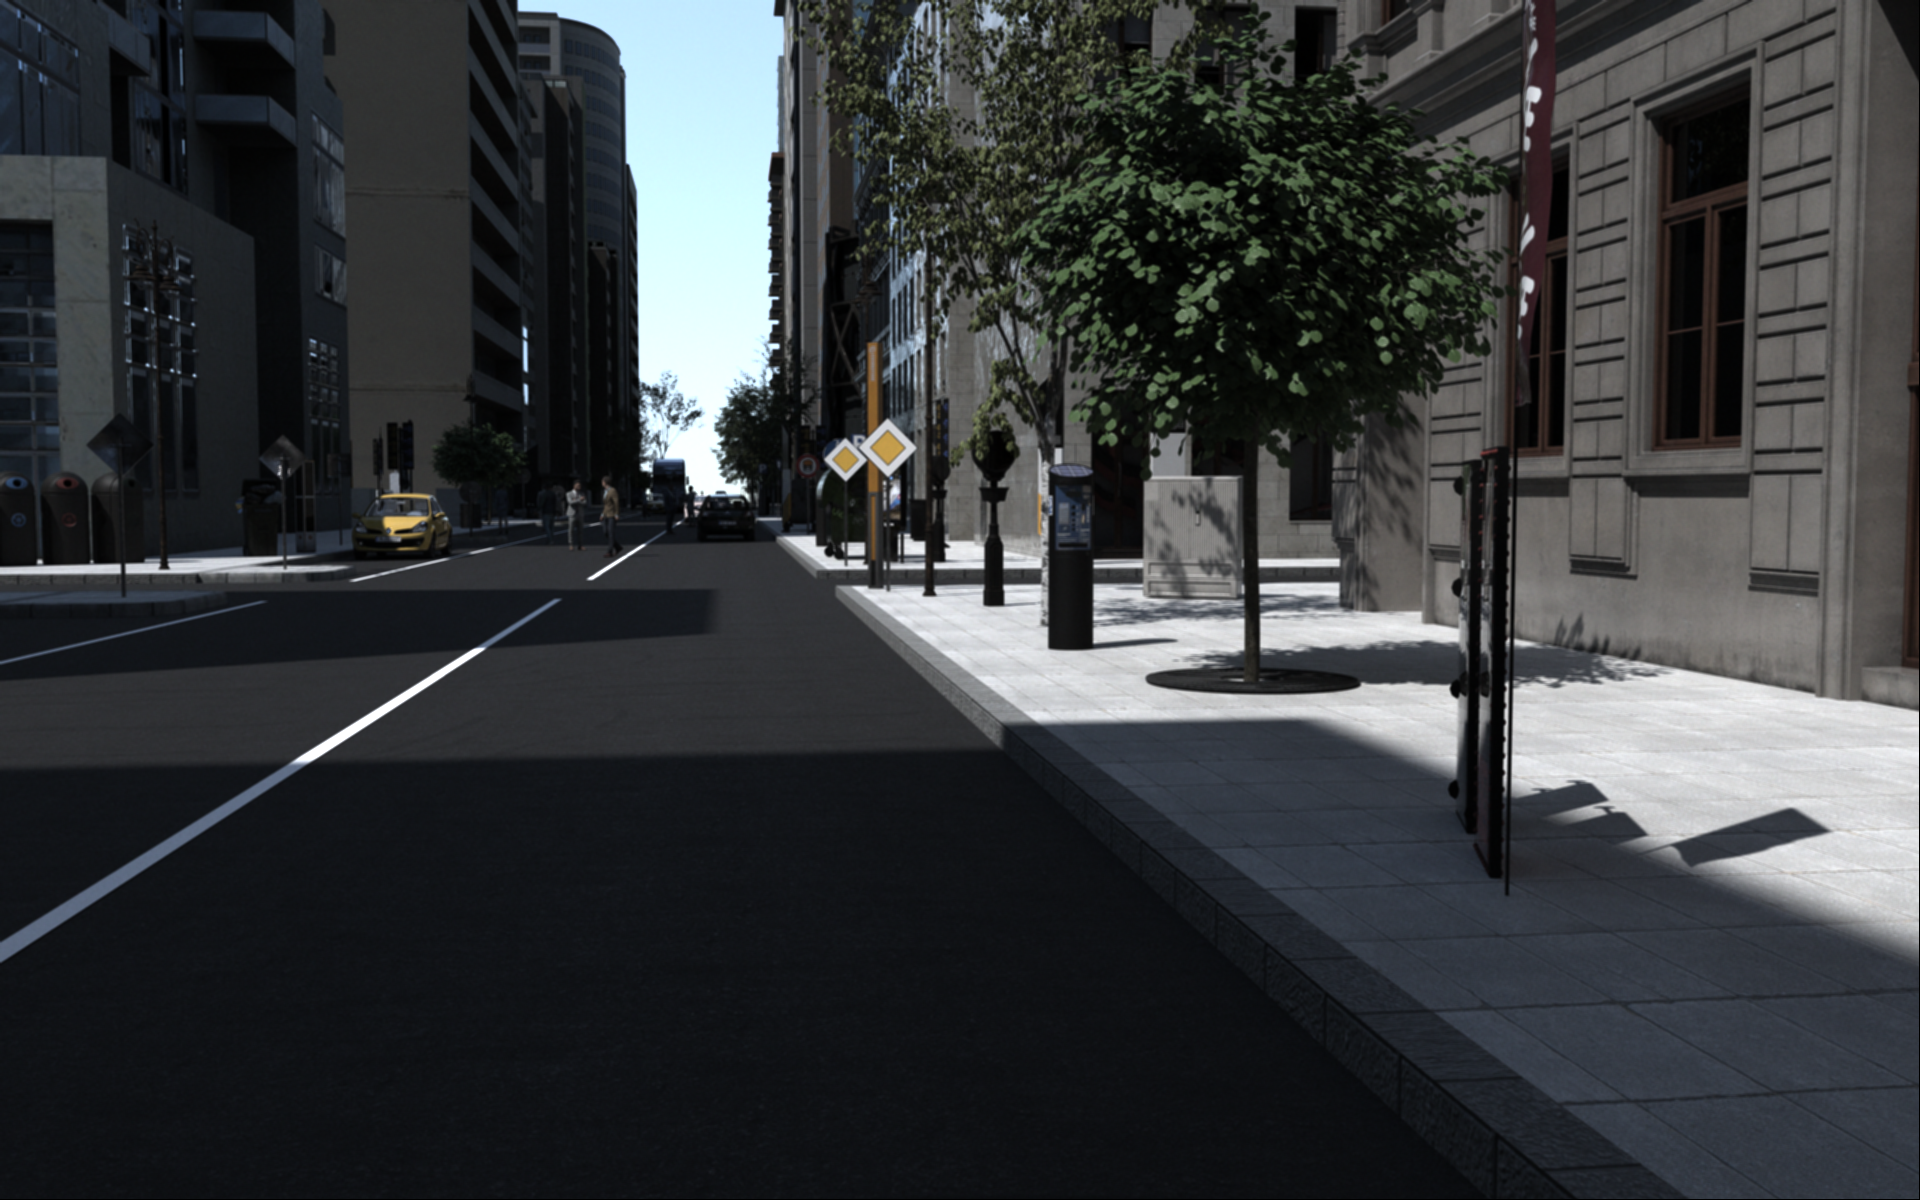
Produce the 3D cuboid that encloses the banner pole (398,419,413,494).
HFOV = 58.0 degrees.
[{"bbox_3d":[-18.627,-4.177,58.303,0.863,3.779,0.401,2,4,35],"label":"banner pole"}]

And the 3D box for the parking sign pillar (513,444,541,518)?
[{"bbox_3d":[-23.366,-6.412,93.305,1.447,3.967,1.447,0,4,-5],"label":"parking sign pillar"}]

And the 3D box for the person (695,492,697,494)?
[{"bbox_3d":[-36.306,-13.974,237.759,1.217,1.735,0.721,-2,4,-35],"label":"person"}]

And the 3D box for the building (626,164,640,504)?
[{"bbox_3d":[-55.865,-37.692,239.971,21.300,48.544,21.600,0,4,-8],"label":"building"}]

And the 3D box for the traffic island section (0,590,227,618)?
[{"bbox_3d":[-10.431,0.044,21.564,2.009,0.180,2.903,0,4,-8],"label":"traffic island section"}]

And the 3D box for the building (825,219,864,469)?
[{"bbox_3d":[0.750,-14.131,98.498,16.820,18.784,16.811,0,4,-8],"label":"building"}]

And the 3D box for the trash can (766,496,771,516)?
[{"bbox_3d":[-11.621,-5.594,103.122,0.748,1.137,0.748,0,3,0],"label":"trash can"}]

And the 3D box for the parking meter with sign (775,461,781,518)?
[{"bbox_3d":[-8.774,-5.788,90.892,1.738,3.016,0.543,1,4,17],"label":"parking meter with sign"}]

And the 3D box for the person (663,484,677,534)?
[{"bbox_3d":[-10.481,-3.295,62.555,0.419,1.800,0.721,1,4,21],"label":"person"}]

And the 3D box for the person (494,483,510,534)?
[{"bbox_3d":[-16.358,-3.263,61.875,0.581,1.822,0.654,-2,4,-24],"label":"person"}]

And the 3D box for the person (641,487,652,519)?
[{"bbox_3d":[-17.807,-5.480,98.121,0.620,1.820,0.660,-1,4,-22],"label":"person"}]

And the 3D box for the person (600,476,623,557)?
[{"bbox_3d":[-8.012,-1.913,39.681,0.656,1.842,0.836,1,4,20],"label":"person"}]

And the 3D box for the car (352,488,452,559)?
[{"bbox_3d":[-12.630,-1.778,39.298,2.015,1.641,3.980,-1,4,-8],"label":"car"}]

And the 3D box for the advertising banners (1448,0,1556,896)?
[{"bbox_3d":[1.839,-0.597,5.950,0.090,3.025,2.074,1,4,11],"label":"advertising banners"}]

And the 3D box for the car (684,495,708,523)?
[{"bbox_3d":[-12.865,-4.571,87.092,2.083,1.381,4.827,0,4,-6],"label":"car"}]

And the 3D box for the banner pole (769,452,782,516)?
[{"bbox_3d":[-10.800,-6.820,101.519,0.863,3.779,0.401,-1,4,-12],"label":"banner pole"}]

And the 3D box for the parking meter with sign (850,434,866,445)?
[{"bbox_3d":[-2.674,-3.265,49.638,0.543,3.016,1.738,-1,4,-18],"label":"parking meter with sign"}]

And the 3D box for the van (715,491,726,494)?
[{"bbox_3d":[-31.127,-13.375,225.690,2.013,2.044,4.112,0,4,-6],"label":"van"}]

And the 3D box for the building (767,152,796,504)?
[{"bbox_3d":[-13.085,-34.566,219.784,22.147,44.769,28.867,0,4,-8],"label":"building"}]

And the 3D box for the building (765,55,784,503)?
[{"bbox_3d":[-17.114,-57.214,248.116,22.319,86.520,31.000,0,4,-8],"label":"building"}]

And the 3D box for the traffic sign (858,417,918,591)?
[{"bbox_3d":[-0.948,-1.170,22.766,0.795,2.450,0.064,0,4,-8],"label":"traffic sign"}]

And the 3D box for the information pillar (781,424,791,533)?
[{"bbox_3d":[-5.779,-4.056,57.668,0.183,3.616,0.504,-2,4,-31],"label":"information pillar"}]

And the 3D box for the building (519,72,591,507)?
[{"bbox_3d":[-42.763,-29.360,163.624,14.154,41.232,14.086,0,4,-8],"label":"building"}]

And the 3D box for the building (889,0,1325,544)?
[{"bbox_3d":[3.714,-12.292,55.718,10.420,20.320,16.860,0,4,-8],"label":"building"}]

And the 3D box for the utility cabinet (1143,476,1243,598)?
[{"bbox_3d":[2.855,-0.769,21.258,1.173,1.500,0.318,1,4,22],"label":"utility cabinet"}]

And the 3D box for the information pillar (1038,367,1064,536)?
[{"bbox_3d":[1.656,-2.439,31.240,0.504,3.616,0.183,2,4,28],"label":"information pillar"}]

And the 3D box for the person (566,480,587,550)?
[{"bbox_3d":[-9.769,-2.174,44.219,0.466,1.800,0.511,3,5,42],"label":"person"}]

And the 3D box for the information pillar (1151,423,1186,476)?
[{"bbox_3d":[2.833,-1.964,23.474,0.504,3.616,0.183,-1,4,-13],"label":"information pillar"}]

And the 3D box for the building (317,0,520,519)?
[{"bbox_3d":[-34.547,-28.398,88.011,21.300,48.544,21.600,0,4,-8],"label":"building"}]

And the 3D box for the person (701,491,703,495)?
[{"bbox_3d":[-31.745,-12.506,212.974,0.705,1.824,1.348,-1,4,-9],"label":"person"}]

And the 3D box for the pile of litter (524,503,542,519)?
[{"bbox_3d":[-21.852,-4.595,89.100,1.176,0.858,1.719,0,4,-6],"label":"pile of litter"}]

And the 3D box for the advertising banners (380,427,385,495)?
[{"bbox_3d":[-15.341,-3.045,45.972,0.090,3.025,2.074,-1,4,-17],"label":"advertising banners"}]

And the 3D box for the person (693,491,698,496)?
[{"bbox_3d":[-31.495,-12.026,205.112,1.348,1.826,0.705,1,4,22],"label":"person"}]

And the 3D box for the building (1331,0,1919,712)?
[{"bbox_3d":[10.534,-10.636,10.056,11.583,22.565,21.152,0,4,-8],"label":"building"}]

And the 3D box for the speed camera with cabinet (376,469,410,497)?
[{"bbox_3d":[-24.360,-4.867,73.917,0.660,3.252,2.038,1,4,22],"label":"speed camera with cabinet"}]

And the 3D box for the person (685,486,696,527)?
[{"bbox_3d":[-11.865,-4.117,75.990,0.511,1.800,0.466,2,4,31],"label":"person"}]

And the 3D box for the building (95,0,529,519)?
[{"bbox_3d":[-40.360,-49.077,115.088,22.319,86.520,31.000,0,4,-8],"label":"building"}]

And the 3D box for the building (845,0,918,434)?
[{"bbox_3d":[1.231,-15.007,74.238,11.050,23.489,19.941,0,4,-8],"label":"building"}]

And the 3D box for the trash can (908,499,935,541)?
[{"bbox_3d":[-1.054,-2.182,47.328,0.748,1.137,0.748,0,3,0],"label":"trash can"}]

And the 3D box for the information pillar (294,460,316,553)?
[{"bbox_3d":[-14.344,-2.045,37.934,0.304,2.012,0.304,2,4,31],"label":"information pillar"}]

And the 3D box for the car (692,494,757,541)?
[{"bbox_3d":[-7.331,-2.709,54.072,2.009,1.686,4.222,-1,4,-10],"label":"car"}]

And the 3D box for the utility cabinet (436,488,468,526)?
[{"bbox_3d":[-19.948,-3.631,68.050,1.173,1.500,0.318,0,3,0],"label":"utility cabinet"}]

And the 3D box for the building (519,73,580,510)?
[{"bbox_3d":[-48.594,-27.625,143.543,32.217,40.220,23.993,0,4,-8],"label":"building"}]

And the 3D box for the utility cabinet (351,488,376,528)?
[{"bbox_3d":[-22.444,-3.452,65.123,1.173,1.500,0.318,2,4,30],"label":"utility cabinet"}]

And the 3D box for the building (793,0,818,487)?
[{"bbox_3d":[-2.547,-36.370,136.646,21.231,58.520,28.212,0,4,-8],"label":"building"}]

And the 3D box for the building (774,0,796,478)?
[{"bbox_3d":[-2.831,-35.238,165.376,28.713,52.752,27.495,0,4,-8],"label":"building"}]

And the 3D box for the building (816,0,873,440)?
[{"bbox_3d":[-2.246,-28.478,115.729,14.600,45.320,14.200,0,4,-8],"label":"building"}]

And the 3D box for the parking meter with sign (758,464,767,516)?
[{"bbox_3d":[-11.490,-6.379,100.554,0.543,3.016,1.738,-1,4,-9],"label":"parking meter with sign"}]

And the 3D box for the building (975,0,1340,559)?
[{"bbox_3d":[9.398,-11.289,39.328,16.860,20.320,10.420,0,4,-8],"label":"building"}]

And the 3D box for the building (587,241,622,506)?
[{"bbox_3d":[-45.730,-25.883,194.895,14.160,30.474,14.107,0,4,-8],"label":"building"}]

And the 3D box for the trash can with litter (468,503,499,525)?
[{"bbox_3d":[-19.892,-3.642,70.600,2.233,1.210,1.678,-1,4,-12],"label":"trash can with litter"}]

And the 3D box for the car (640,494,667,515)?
[{"bbox_3d":[-21.386,-6.795,121.327,2.015,1.641,3.980,-1,4,-9],"label":"car"}]

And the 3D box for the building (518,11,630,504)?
[{"bbox_3d":[-52.588,-41.130,214.468,21.231,58.520,28.212,0,4,-8],"label":"building"}]

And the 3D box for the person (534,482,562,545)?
[{"bbox_3d":[-11.496,-2.425,48.493,0.721,1.781,0.623,2,4,29],"label":"person"}]

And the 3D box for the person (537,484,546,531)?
[{"bbox_3d":[-16.250,-3.628,67.917,0.635,1.810,0.391,-1,4,-22],"label":"person"}]

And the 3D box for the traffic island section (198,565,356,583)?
[{"bbox_3d":[-11.507,-0.440,29.477,2.009,0.180,2.903,0,4,-8],"label":"traffic island section"}]

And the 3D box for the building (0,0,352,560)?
[{"bbox_3d":[-29.442,-44.774,44.726,22.319,86.520,31.000,0,4,-8],"label":"building"}]
